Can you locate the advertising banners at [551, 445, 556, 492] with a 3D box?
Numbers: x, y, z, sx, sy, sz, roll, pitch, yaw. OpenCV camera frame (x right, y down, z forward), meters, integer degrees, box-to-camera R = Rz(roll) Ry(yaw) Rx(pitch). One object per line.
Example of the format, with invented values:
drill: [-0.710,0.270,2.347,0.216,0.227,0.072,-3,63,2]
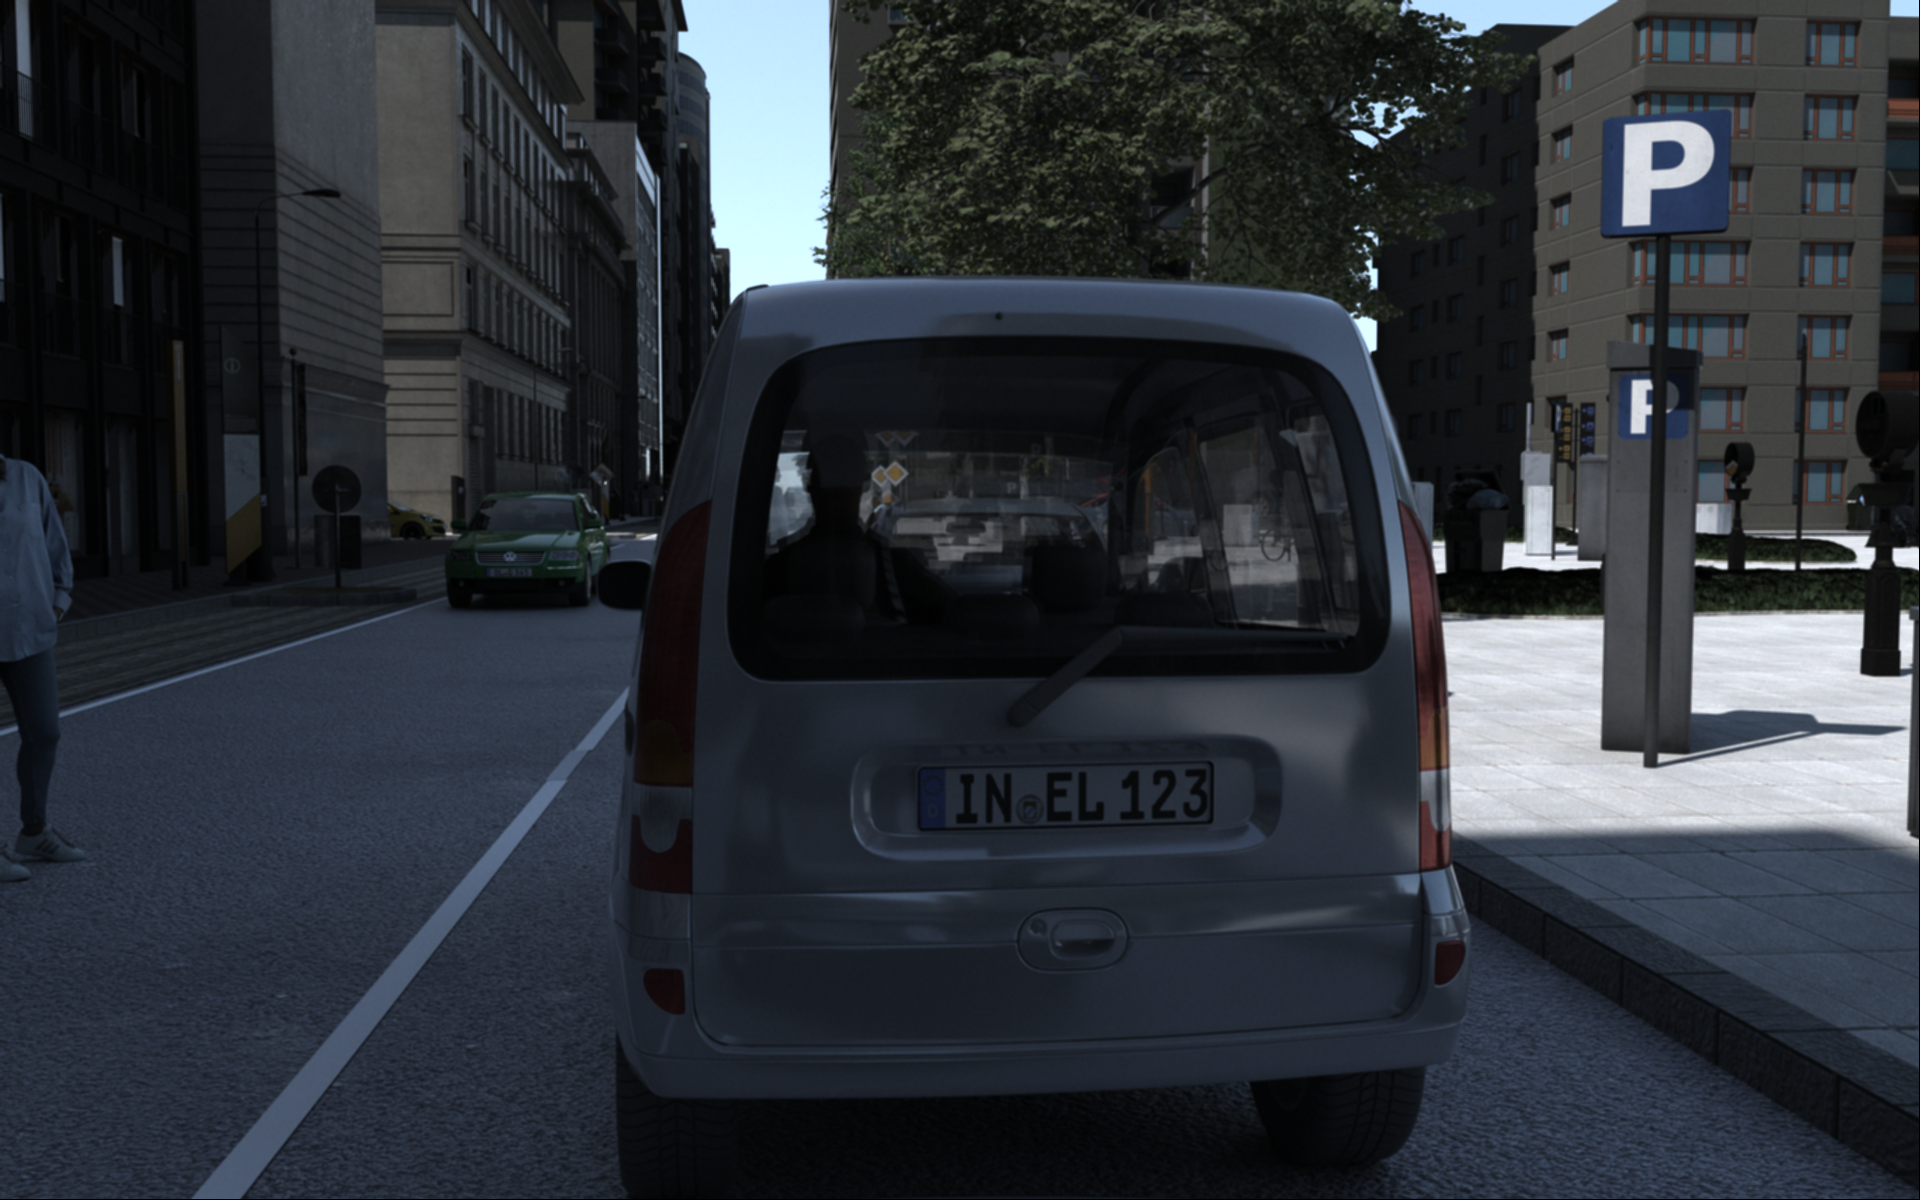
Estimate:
advertising banners: [-14.241,-3.947,60.728,0.090,3.025,2.074,-1,4,-9]

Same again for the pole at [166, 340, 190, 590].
pole: [-10.435,-1.790,23.108,0.158,3.312,0.155,0,3,0]

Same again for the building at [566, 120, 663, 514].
building: [-27.431,-18.437,119.468,12.078,24.808,19.932,0,4,-6]

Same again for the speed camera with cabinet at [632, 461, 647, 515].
speed camera with cabinet: [-19.397,-6.751,104.707,0.660,3.252,2.038,-1,4,-19]

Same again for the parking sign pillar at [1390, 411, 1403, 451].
parking sign pillar: [9.616,-3.168,40.263,1.447,3.967,1.447,-1,4,-19]

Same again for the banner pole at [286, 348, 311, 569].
banner pole: [-11.270,-2.419,29.567,0.401,3.779,0.863,-3,4,-37]

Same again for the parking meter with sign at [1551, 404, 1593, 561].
parking meter with sign: [12.247,-2.257,33.164,1.738,3.016,0.543,2,4,29]

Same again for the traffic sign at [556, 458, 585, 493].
traffic sign: [-10.711,-2.693,47.671,0.795,2.450,0.064,0,4,-6]

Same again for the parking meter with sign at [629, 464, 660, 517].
parking meter with sign: [-17.981,-6.269,98.763,1.738,3.016,0.543,-3,5,-39]

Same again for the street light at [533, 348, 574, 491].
street light: [-13.012,-5.063,55.323,1.470,5.913,1.316,0,4,-6]

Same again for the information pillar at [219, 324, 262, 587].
information pillar: [-10.034,-2.005,24.136,0.504,3.616,0.183,-3,4,-37]

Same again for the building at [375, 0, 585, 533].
building: [-25.095,-14.504,70.431,16.112,22.955,30.059,0,4,-6]

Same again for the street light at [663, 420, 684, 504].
street light: [-18.039,-8.332,108.761,1.470,5.913,1.316,0,4,-6]

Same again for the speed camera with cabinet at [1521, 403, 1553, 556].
speed camera with cabinet: [12.340,-2.604,36.915,0.660,3.252,2.038,1,4,15]

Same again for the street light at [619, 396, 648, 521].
street light: [-15.477,-6.701,82.100,1.470,5.913,1.316,0,4,-6]

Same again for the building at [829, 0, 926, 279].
building: [1.841,-30.408,120.867,21.300,48.544,21.600,0,4,-6]

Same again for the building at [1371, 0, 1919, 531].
building: [36.260,-14.012,74.139,28.899,21.520,27.650,0,4,-6]

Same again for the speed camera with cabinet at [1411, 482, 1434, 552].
speed camera with cabinet: [5.722,-1.858,24.722,2.038,3.252,0.660,3,5,45]

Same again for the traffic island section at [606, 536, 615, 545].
traffic island section: [-10.734,-1.557,47.730,2.009,0.180,2.903,0,4,-6]

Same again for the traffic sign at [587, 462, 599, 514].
traffic sign: [-14.865,-4.349,71.117,0.884,2.594,0.081,0,4,-3]

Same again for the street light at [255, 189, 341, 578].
street light: [-10.112,-3.297,26.447,1.470,5.913,1.316,0,4,-6]

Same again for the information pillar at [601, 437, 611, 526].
information pillar: [-14.442,-4.844,70.560,0.183,3.616,0.504,1,4,14]

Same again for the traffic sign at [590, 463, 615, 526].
traffic sign: [-11.484,-3.179,55.618,0.795,2.450,0.064,0,4,-6]

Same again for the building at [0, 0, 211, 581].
building: [-18.854,-11.765,22.033,12.332,23.373,15.834,0,4,-6]

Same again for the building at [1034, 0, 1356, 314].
building: [6.119,-23.357,65.478,14.086,41.232,14.154,0,4,-6]

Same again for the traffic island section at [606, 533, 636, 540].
traffic island section: [-11.507,-2.043,55.678,2.009,0.180,2.903,0,4,-6]

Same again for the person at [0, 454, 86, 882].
person: [-3.608,0.140,6.472,0.793,1.790,0.793,0,4,3]

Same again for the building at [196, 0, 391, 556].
building: [-23.348,-11.627,39.258,18.267,20.994,9.793,0,4,-6]

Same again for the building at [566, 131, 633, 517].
building: [-26.150,-15.639,97.495,13.314,21.916,24.055,0,4,-6]

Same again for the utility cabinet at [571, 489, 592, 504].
utility cabinet: [-15.680,-3.857,71.737,0.318,1.500,1.173,1,4,19]

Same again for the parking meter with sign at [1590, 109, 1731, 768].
parking meter with sign: [3.547,-0.767,8.808,0.543,3.016,1.738,1,4,22]

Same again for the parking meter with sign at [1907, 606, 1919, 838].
parking meter with sign: [4.419,-0.611,6.244,1.738,3.016,0.543,0,4,-1]
